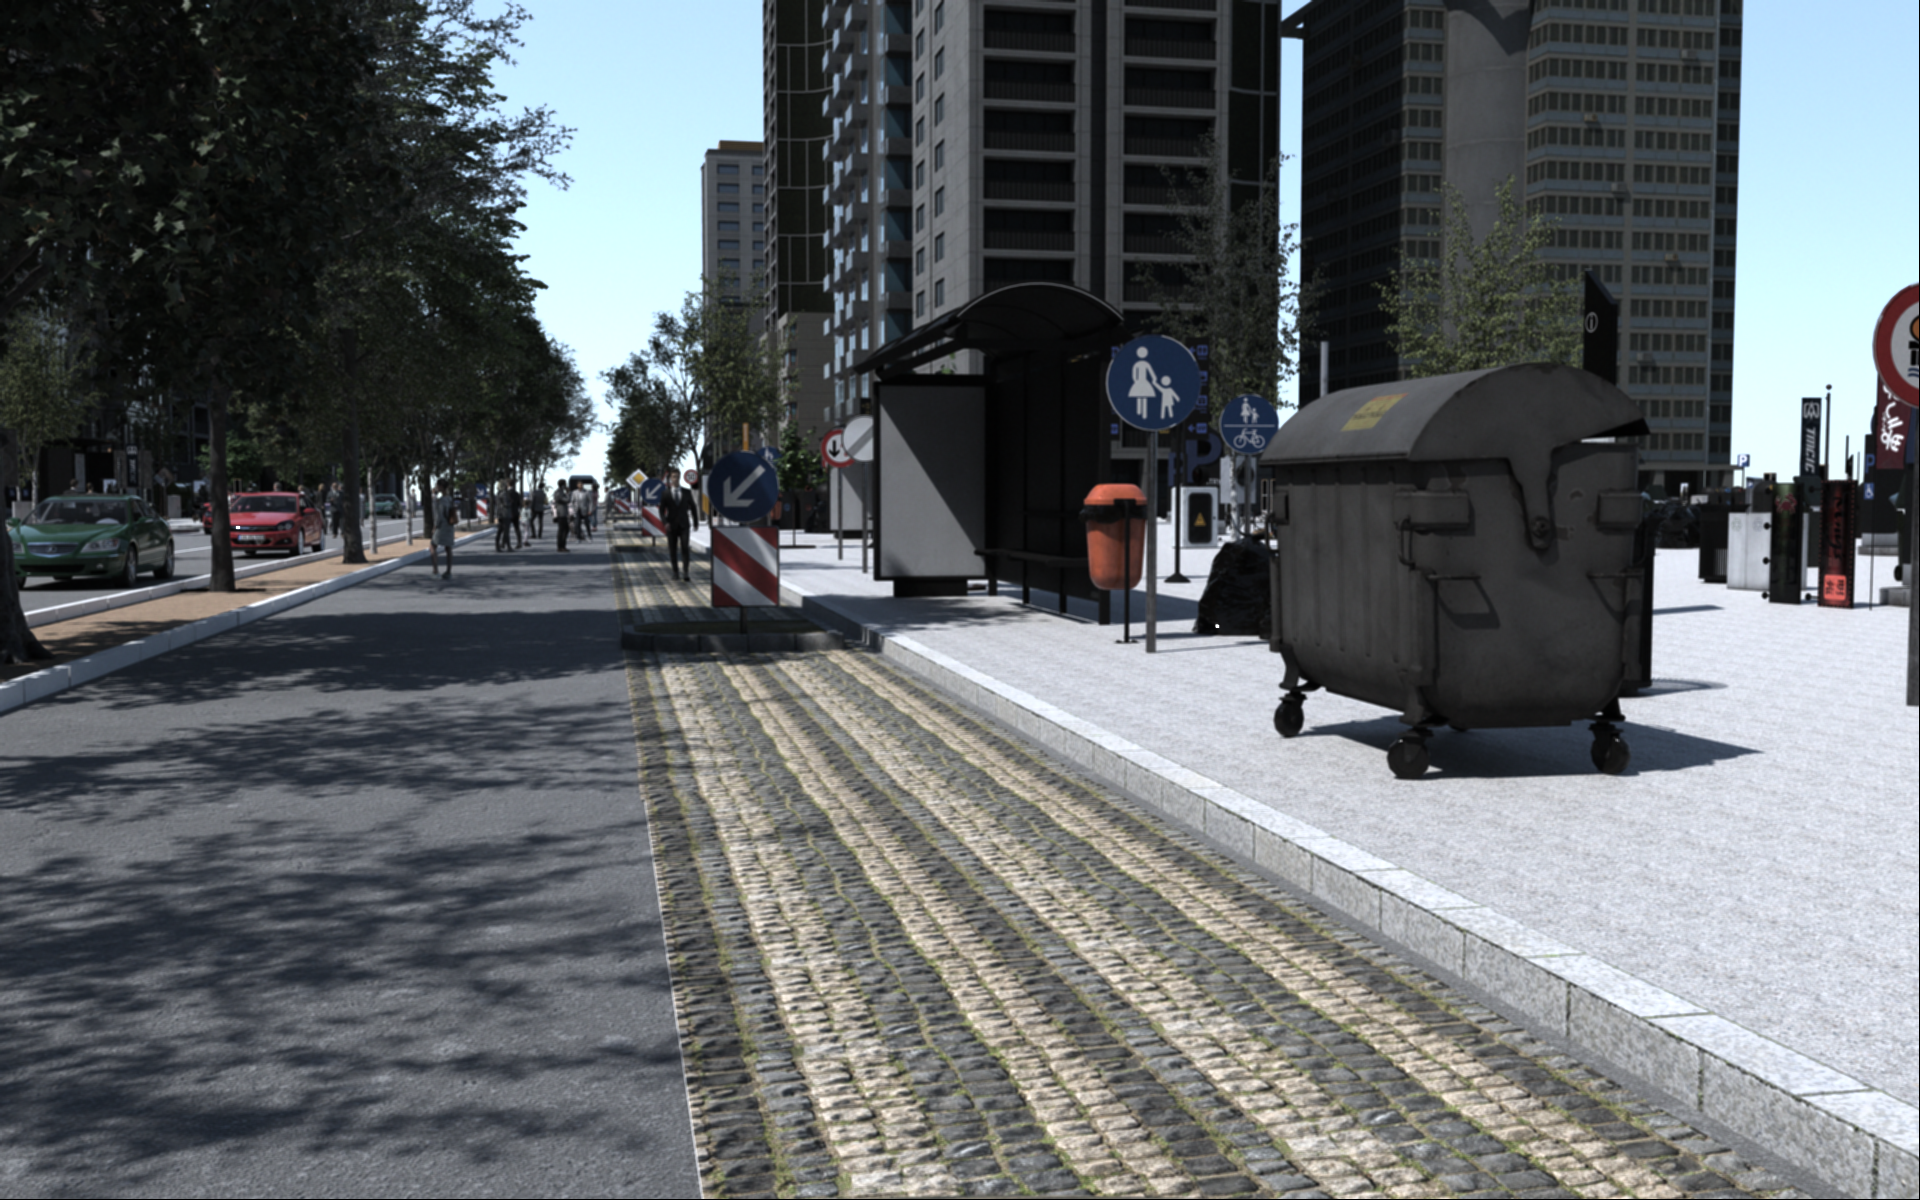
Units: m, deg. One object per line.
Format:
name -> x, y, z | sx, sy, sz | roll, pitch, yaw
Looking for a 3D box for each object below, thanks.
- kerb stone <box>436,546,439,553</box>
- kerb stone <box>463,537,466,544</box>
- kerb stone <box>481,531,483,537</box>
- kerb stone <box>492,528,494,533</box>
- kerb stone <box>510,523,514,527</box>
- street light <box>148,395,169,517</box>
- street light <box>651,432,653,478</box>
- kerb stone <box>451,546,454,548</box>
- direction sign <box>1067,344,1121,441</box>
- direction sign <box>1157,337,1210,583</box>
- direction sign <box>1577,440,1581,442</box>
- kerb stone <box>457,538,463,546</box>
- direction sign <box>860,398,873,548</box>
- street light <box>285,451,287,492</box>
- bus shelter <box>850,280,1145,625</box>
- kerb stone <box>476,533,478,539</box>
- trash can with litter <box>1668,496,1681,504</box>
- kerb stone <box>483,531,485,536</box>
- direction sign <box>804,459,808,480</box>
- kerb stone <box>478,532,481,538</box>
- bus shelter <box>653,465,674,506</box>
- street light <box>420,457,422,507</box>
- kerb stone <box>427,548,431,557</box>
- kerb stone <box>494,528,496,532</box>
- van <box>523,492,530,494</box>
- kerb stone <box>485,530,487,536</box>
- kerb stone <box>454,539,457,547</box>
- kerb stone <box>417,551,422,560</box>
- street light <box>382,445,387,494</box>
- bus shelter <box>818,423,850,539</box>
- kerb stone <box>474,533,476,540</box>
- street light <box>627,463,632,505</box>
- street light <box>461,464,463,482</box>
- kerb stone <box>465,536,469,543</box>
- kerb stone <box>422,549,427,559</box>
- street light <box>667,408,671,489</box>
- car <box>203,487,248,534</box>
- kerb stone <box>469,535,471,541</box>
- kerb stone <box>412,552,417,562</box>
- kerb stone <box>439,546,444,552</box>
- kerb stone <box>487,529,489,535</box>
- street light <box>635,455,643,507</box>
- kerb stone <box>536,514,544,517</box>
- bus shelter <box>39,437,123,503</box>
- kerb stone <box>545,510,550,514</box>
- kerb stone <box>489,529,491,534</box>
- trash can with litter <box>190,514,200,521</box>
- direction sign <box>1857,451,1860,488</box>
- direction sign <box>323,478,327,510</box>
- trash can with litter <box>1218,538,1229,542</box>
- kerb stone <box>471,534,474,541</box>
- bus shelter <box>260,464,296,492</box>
kerb stone -> -12.624, -1.177, 41.435 | 0.120, 0.150, 1.000 | -1, 4, -12
kerb stone -> -14.287, -1.667, 49.458 | 0.120, 0.150, 1.000 | -1, 4, -12
kerb stone -> -15.751, -2.097, 56.495 | 0.120, 0.150, 1.000 | -1, 4, -12
kerb stone -> -16.995, -2.466, 62.511 | 0.120, 0.150, 1.000 | -1, 4, -12
kerb stone -> -20.654, -3.540, 80.145 | 0.120, 0.150, 1.000 | -1, 4, -12
street light -> -33.092, -6.047, 71.657 | 0.468, 5.910, 1.993 | -1, 4, -12
street light -> -21.305, -8.992, 119.805 | 0.468, 5.910, 1.993 | -1, 4, -12
kerb stone -> -13.449, -1.419, 45.446 | 0.120, 0.150, 1.000 | -1, 4, -12
direction sign -> 1.900, -2.039, 25.336 | 0.876, 3.537, 0.379 | 0, 4, 2
direction sign -> 3.158, -2.022, 25.062 | 0.876, 3.537, 0.379 | 0, 4, 3
direction sign -> 18.872, -3.689, 52.308 | 0.876, 3.537, 0.379 | -3, 4, -36
kerb stone -> -14.075, -1.604, 48.456 | 0.120, 0.150, 1.000 | -1, 4, -12
direction sign -> -2.039, -2.997, 41.002 | 0.379, 3.537, 0.876 | 3, 5, 42
street light -> -39.060, -7.801, 100.327 | 0.468, 5.910, 1.993 | -1, 4, -12
bus shelter -> 0.216, -1.542, 19.128 | 2.014, 3.302, 5.546 | -1, 4, -12
kerb stone -> -15.330, -1.974, 54.474 | 0.120, 0.150, 1.000 | -1, 4, -12
trash can with litter -> 26.982, -3.377, 66.266 | 1.678, 1.210, 2.233 | -3, 5, -40
kerb stone -> -15.956, -2.159, 57.498 | 0.120, 0.150, 1.000 | -1, 4, -12
direction sign -> -9.866, -7.118, 108.370 | 0.876, 3.537, 0.379 | -3, 5, -41
kerb stone -> -15.531, -2.036, 55.477 | 0.120, 0.150, 1.000 | -1, 4, -12
bus shelter -> -24.282, -9.197, 141.652 | 1.731, 3.624, 6.357 | -1, 4, -12
street light -> -54.782, -12.428, 175.992 | 0.468, 5.910, 1.993 | -1, 4, -12
kerb stone -> -12.198, -1.051, 39.430 | 0.120, 0.150, 1.000 | -1, 4, -12
kerb stone -> -17.205, -2.527, 63.515 | 0.120, 0.150, 1.000 | -1, 4, -12
van -> -71.790, -17.101, 286.617 | 2.013, 2.044, 4.112 | -1, 4, -12
kerb stone -> -16.168, -2.220, 58.498 | 0.120, 0.150, 1.000 | -1, 4, -12
kerb stone -> -13.653, -1.483, 46.447 | 0.120, 0.150, 1.000 | -1, 4, -12
kerb stone -> -11.784, -0.931, 37.422 | 0.120, 0.150, 1.000 | -1, 4, -12
street light -> -48.753, -10.650, 146.922 | 0.468, 5.910, 1.993 | -1, 4, -12
bus shelter -> -2.479, -3.233, 46.781 | 2.014, 3.302, 5.546 | -1, 4, -12
kerb stone -> -15.121, -1.913, 53.470 | 0.120, 0.150, 1.000 | -1, 4, -12
street light -> -37.050, -13.593, 195.024 | 0.468, 5.910, 1.993 | -1, 4, -12
street light -> -65.509, -15.612, 228.046 | 0.468, 5.910, 1.993 | -1, 4, -12
kerb stone -> -14.491, -1.728, 50.460 | 0.120, 0.150, 1.000 | -1, 4, -12
kerb stone -> -11.996, -0.993, 38.425 | 0.120, 0.150, 1.000 | -1, 4, -12
street light -> -15.342, -7.238, 91.133 | 0.468, 5.910, 1.993 | -1, 4, -12
car -> -26.302, -3.307, 63.102 | 2.155, 1.783, 4.494 | -1, 4, -12
kerb stone -> -14.699, -1.781, 51.462 | 0.120, 0.150, 1.000 | -1, 4, -12
kerb stone -> -11.579, -0.870, 36.421 | 0.120, 0.150, 1.000 | -1, 4, -12
kerb stone -> -12.825, -1.238, 42.437 | 0.120, 0.150, 1.000 | -1, 4, -12
kerb stone -> -16.365, -2.282, 59.501 | 0.120, 0.150, 1.000 | -1, 4, -12
street light -> -30.964, -11.830, 166.200 | 0.468, 5.910, 1.993 | -1, 4, -12
kerb stone -> -27.950, -5.689, 115.242 | 0.120, 0.150, 1.000 | -1, 4, -12
bus shelter -> -37.373, -5.045, 73.773 | 1.731, 3.624, 6.357 | -1, 4, -12
kerb stone -> -30.879, -6.550, 129.292 | 0.120, 0.150, 1.000 | -1, 4, -12
kerb stone -> -16.579, -2.343, 60.503 | 0.120, 0.150, 1.000 | -1, 4, -12
trash can with litter -> -36.757, -4.440, 83.989 | 1.055, 1.170, 0.624 | -2, 4, -31
direction sign -> 47.763, -6.124, 92.131 | 0.379, 3.537, 0.876 | 2, 4, 25
direction sign -> -52.566, -9.244, 143.136 | 0.379, 3.537, 0.876 | -1, 4, -22
trash can with litter -> 6.756, -2.240, 47.682 | 1.678, 1.210, 2.233 | 1, 4, 10
kerb stone -> -14.912, -1.852, 52.469 | 0.120, 0.150, 1.000 | -1, 4, -12
bus shelter -> -47.962, -8.018, 122.379 | 1.731, 3.624, 6.357 | -1, 4, -12
